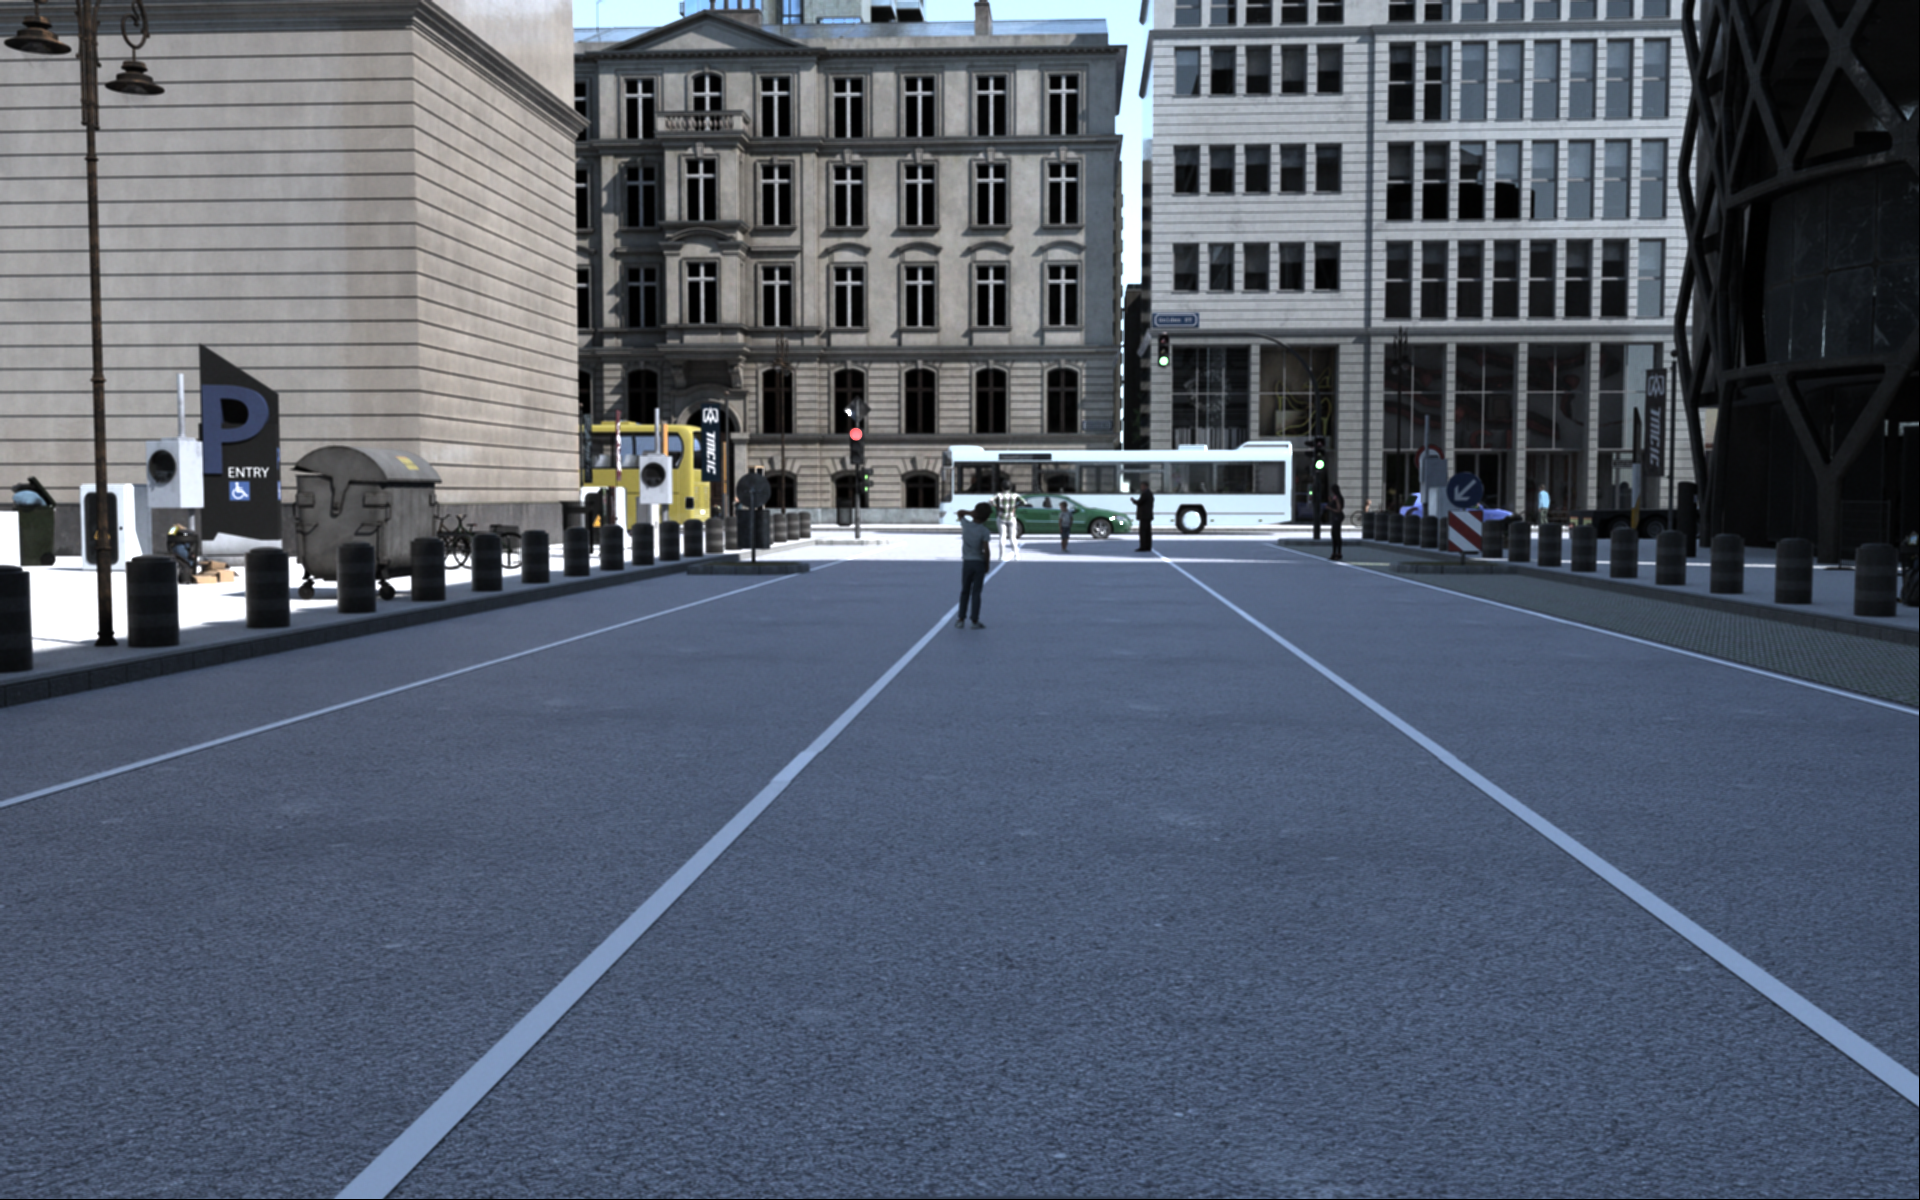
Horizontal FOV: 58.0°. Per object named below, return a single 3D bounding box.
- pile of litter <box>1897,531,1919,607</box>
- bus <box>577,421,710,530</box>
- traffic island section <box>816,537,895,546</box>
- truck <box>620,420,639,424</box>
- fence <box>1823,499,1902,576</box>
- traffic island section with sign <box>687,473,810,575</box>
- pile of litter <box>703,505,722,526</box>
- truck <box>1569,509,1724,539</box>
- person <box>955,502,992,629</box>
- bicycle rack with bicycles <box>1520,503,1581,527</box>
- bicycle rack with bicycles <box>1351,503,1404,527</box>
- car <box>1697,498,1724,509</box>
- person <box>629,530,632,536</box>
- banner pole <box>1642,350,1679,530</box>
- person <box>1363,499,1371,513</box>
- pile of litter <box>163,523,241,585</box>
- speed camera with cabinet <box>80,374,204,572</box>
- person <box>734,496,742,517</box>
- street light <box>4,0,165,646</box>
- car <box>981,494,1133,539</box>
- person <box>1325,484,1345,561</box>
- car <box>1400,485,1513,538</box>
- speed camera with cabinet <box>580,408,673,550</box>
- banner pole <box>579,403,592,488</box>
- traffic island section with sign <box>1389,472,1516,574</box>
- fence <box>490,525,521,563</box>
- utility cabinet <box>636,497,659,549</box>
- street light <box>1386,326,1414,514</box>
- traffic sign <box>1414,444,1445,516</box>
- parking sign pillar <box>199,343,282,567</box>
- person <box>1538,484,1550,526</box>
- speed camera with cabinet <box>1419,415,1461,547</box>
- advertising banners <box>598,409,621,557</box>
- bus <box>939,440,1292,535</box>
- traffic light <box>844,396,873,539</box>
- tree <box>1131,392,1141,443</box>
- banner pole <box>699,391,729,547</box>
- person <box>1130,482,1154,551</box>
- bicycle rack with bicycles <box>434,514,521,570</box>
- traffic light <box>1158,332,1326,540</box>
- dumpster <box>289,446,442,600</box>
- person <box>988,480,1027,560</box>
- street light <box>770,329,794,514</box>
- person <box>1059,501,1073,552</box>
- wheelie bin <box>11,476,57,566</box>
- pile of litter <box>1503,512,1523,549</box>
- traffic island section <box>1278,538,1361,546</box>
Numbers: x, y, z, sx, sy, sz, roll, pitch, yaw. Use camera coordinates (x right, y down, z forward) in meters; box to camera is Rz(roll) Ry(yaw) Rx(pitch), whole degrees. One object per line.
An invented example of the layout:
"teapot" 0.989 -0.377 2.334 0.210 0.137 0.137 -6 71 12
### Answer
"pile of litter" 11.383 -0.372 20.051 1.176 0.858 1.719 2 4 32
"bus" -14.126 -3.842 54.372 12.252 3.916 2.896 0 4 4
"traffic island section" -2.953 -1.673 49.634 2.009 0.180 2.903 0 4 4
"truck" -18.086 -4.571 64.502 18.799 4.110 2.967 0 4 5
"fence" 14.747 -1.043 28.259 0.480 1.192 2.264 1 4 8
"traffic island section with sign" -3.806 -1.407 31.639 1.989 1.847 2.006 0 4 4
"pile of litter" -9.837 -3.435 70.123 1.719 0.858 1.176 1 4 18
"truck" 28.066 -3.783 51.611 18.799 4.110 2.967 0 4 3
"person" 0.134 -0.373 18.515 0.435 1.345 0.340 1 4 12
"bicycle rack with bicycles" 22.931 -3.244 66.421 2.925 0.926 2.852 1 4 11
"bicycle rack with bicycles" 16.911 -3.280 67.013 2.925 0.926 2.852 2 4 33
"car" 24.198 -2.683 55.877 4.499 1.417 2.014 0 4 3
"person" -11.434 -3.088 58.863 0.709 1.838 0.599 1 4 17
"banner pole" 12.290 -2.466 30.340 0.401 3.779 0.863 -2 4 -24
"person" 14.420 -2.933 61.116 0.373 1.253 0.362 3 4 38
"pile of litter" -11.096 -0.695 25.335 1.176 0.858 1.719 0 4 6
"speed camera with cabinet" -13.522 -2.094 28.577 2.038 3.252 0.660 1 4 17
"person" -8.267 -3.199 64.715 0.435 1.345 0.340 1 4 21
"street light" -7.231 -2.551 14.490 0.468 5.910 1.993 0 4 4
"car" 3.069 -2.679 55.599 4.920 1.459 2.131 0 4 5
"person" 8.024 -1.666 37.204 0.415 1.643 0.593 -2 4 -27
"car" 15.373 -2.679 53.385 3.694 1.707 1.945 0 4 3
"speed camera with cabinet" -7.667 -2.779 39.765 2.038 3.252 0.660 0 4 0
"banner pole" -10.278 -3.518 47.532 0.401 3.779 0.863 -3 5 -39
"traffic island section with sign" 8.951 -1.410 31.689 1.989 1.847 2.006 0 4 4
"fence" -8.708 -1.084 33.097 0.278 0.683 2.069 -2 4 -30
"utility cabinet" -7.326 -1.807 40.711 0.306 1.237 1.020 0 4 5
"street light" 12.104 -4.586 47.765 0.468 5.910 1.993 0 4 4
"traffic sign" 12.052 -2.717 44.532 0.768 2.556 0.104 0 4 4
"parking sign pillar" -12.923 -2.607 31.091 1.447 3.967 1.447 -1 4 -14
"person" 21.482 -3.359 63.760 0.601 1.785 0.444 -1 4 -20
"speed camera with cabinet" 11.800 -2.950 42.562 0.660 3.252 2.038 0 4 3
"advertising banners" -7.062 -2.379 35.079 0.090 3.025 2.074 0 4 1
"bus" 5.076 -4.118 62.183 13.247 3.499 2.948 0 4 5
"traffic light" -2.914 -3.705 49.496 0.839 4.253 0.868 0 4 4
"tree" 18.985 -14.107 156.405 9.928 11.665 9.643 0 3 0
"banner pole" -5.890 -3.186 42.105 0.863 3.779 0.401 -1 4 -14
"person" 4.585 -2.098 43.492 0.600 1.739 0.565 0 4 -1
"bicycle rack with bicycles" -8.843 -1.011 29.913 2.925 0.926 2.852 0 4 6
"traffic light" 7.928 -4.526 48.665 4.771 5.953 1.251 0 4 4
"dumpster" -7.389 -0.969 21.609 1.264 1.857 1.865 0 4 4
"person" 1.013 -1.728 37.480 0.841 1.734 0.376 0 4 -1
"street light" -4.982 -4.644 48.717 0.468 5.910 1.993 0 4 4
"person" 2.610 -1.805 42.695 0.332 1.250 0.352 2 4 31
"wheelie bin" -16.544 -1.408 30.924 0.693 1.594 0.980 -2 4 -35
"pile of litter" 12.834 -1.651 40.955 1.176 0.858 1.719 0 4 8
"traffic island section" 10.060 -1.621 48.782 2.009 0.180 2.903 0 4 4
